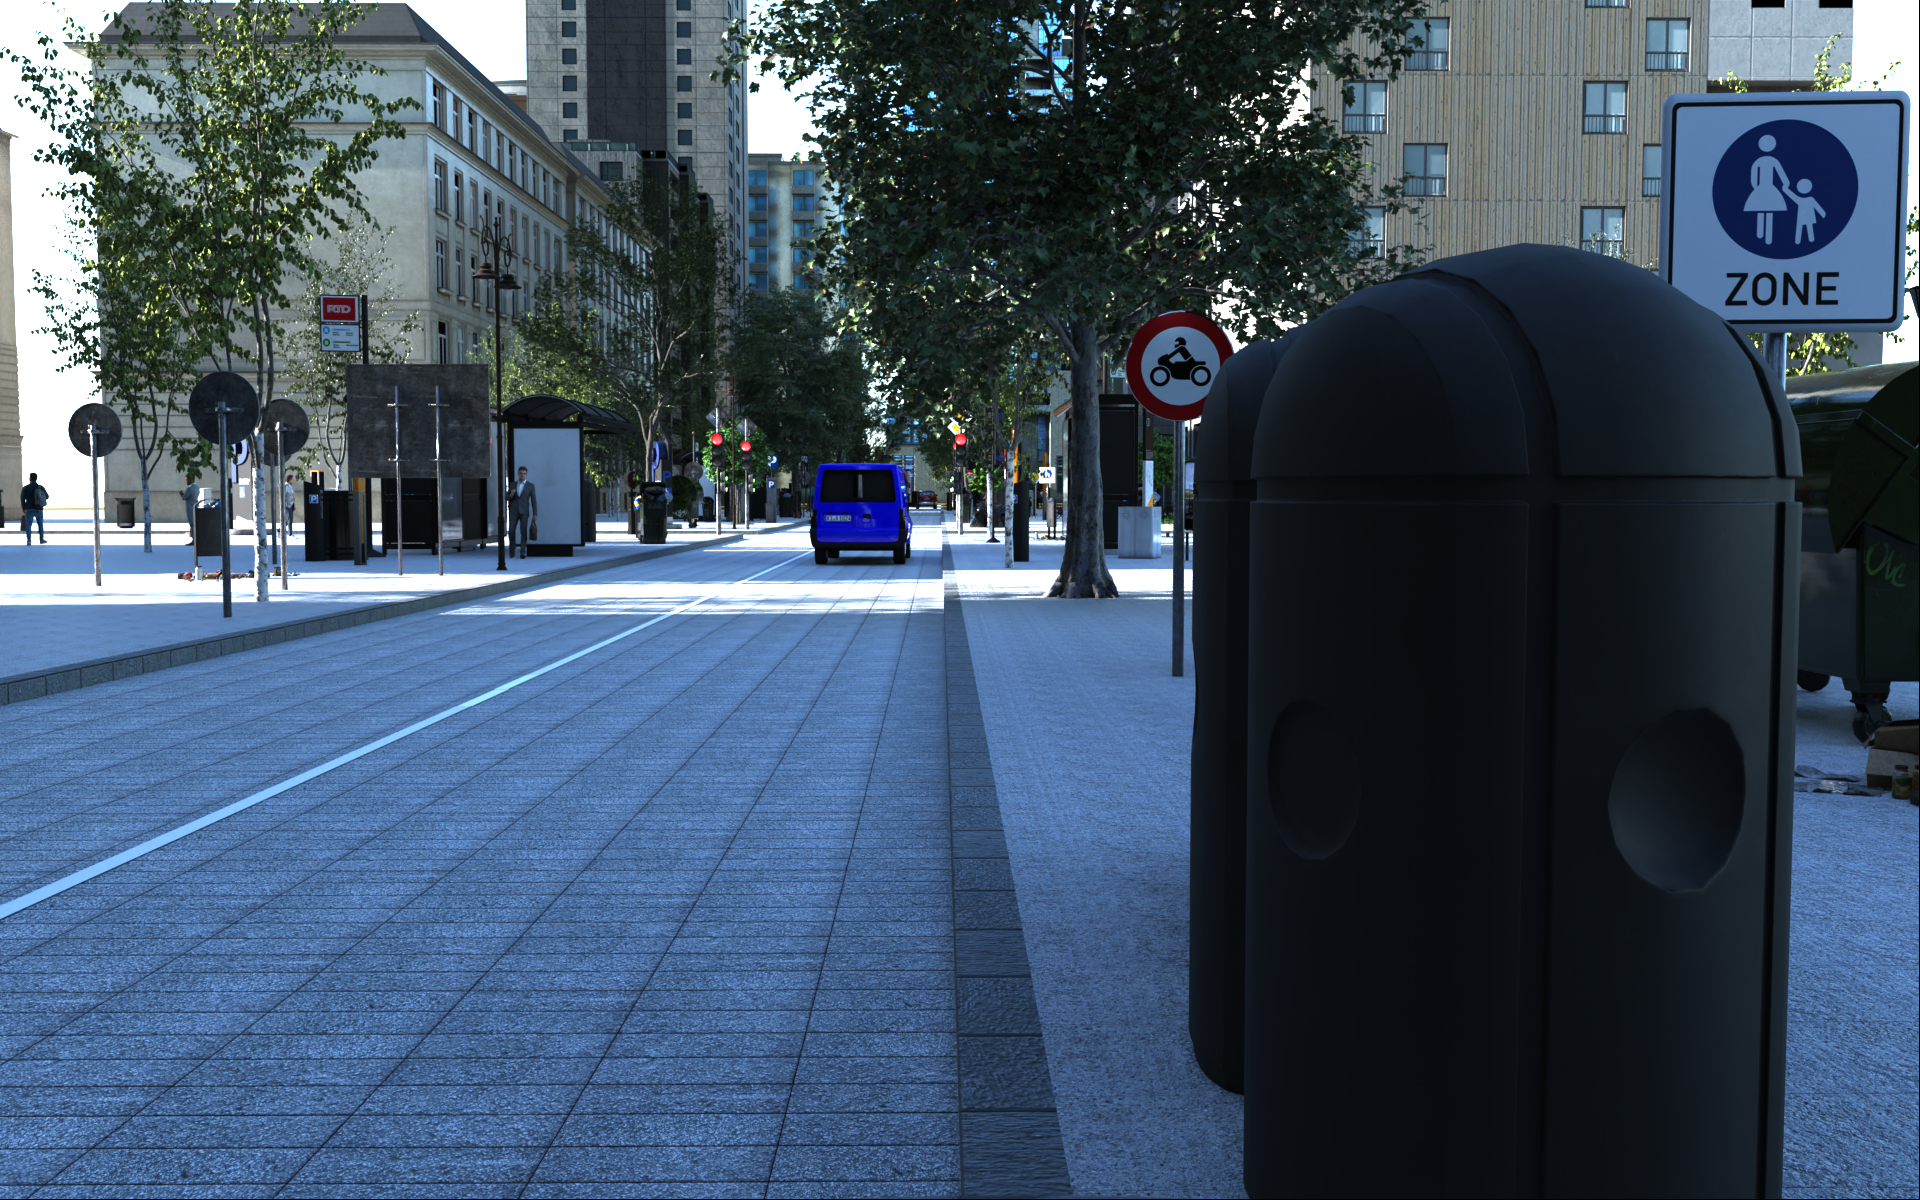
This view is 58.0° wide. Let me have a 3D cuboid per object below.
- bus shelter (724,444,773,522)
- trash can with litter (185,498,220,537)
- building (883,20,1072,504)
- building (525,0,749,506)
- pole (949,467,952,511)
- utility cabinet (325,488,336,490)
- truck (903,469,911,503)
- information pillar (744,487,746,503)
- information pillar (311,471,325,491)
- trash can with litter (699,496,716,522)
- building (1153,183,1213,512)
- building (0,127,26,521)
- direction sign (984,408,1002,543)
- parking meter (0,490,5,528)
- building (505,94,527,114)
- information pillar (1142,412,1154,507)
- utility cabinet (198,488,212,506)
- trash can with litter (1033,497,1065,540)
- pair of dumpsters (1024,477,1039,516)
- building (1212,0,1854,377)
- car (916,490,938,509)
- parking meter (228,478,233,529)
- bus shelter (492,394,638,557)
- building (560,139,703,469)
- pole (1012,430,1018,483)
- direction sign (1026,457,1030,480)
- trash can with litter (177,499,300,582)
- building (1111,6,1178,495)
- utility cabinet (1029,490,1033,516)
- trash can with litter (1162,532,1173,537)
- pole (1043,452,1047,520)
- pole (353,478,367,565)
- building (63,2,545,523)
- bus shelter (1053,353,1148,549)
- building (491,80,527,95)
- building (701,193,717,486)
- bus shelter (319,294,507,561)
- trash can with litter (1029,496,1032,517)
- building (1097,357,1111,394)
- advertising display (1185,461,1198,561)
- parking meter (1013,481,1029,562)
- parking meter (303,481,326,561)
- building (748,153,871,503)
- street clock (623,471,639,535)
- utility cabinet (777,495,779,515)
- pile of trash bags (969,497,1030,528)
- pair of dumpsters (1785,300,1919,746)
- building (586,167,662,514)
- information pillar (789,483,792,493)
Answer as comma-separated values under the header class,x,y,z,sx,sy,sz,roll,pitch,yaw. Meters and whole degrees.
class,x,y,z,sx,sy,sz,roll,pitch,yaw
bus shelter,-10.172,-5.651,83.677,1.731,3.624,6.357,0,4,-1
trash can with litter,-22.514,-2.461,51.619,1.055,1.170,0.624,-2,4,-34
building,3.772,-56.956,243.897,31.000,86.520,22.319,0,4,-1
building,-34.081,-45.814,187.313,20.611,71.187,20.563,0,4,-1
pole,-0.721,-8.410,131.343,0.158,3.312,0.155,0,3,0
utility cabinet,-22.638,-3.294,62.541,0.318,1.500,1.173,0,4,-7
truck,-6.968,-12.701,196.582,2.839,4.237,11.283,0,3,0
information pillar,-10.095,-4.631,80.206,0.304,2.012,0.304,-1,4,-17
information pillar,-20.041,-3.033,54.085,0.304,2.012,0.304,1,4,18
trash can with litter,-11.647,-4.206,80.152,0.624,1.170,1.055,0,4,7
building,24.664,-41.720,120.377,20.563,71.187,20.611,0,4,-1
building,-54.463,-14.065,79.117,18.267,20.994,9.793,0,4,-1
direction sign,0.878,-3.285,45.712,0.379,3.537,0.876,2,4,31
parking meter,-36.200,-3.473,65.191,0.372,1.533,0.369,0,3,0
building,-51.522,-33.091,191.148,14.200,45.320,14.600,0,4,-1
information pillar,4.664,-3.160,43.027,0.183,3.616,0.504,2,4,30
utility cabinet,-27.682,-3.351,63.463,0.318,1.500,1.173,-2,4,-34
trash can with litter,2.609,-2.304,48.722,1.678,1.210,2.233,-1,4,-16
pair of dumpsters,3.808,-6.113,102.444,1.574,2.255,4.437,0,4,-1
building,27.973,-30.522,88.268,27.495,52.752,28.713,0,4,-1
car,-3.282,-9.785,168.665,2.281,1.827,5.304,0,4,-2
parking meter,-25.673,-3.395,61.216,0.399,1.863,0.255,-1,4,-23
bus shelter,-8.507,-2.690,37.900,2.014,3.302,5.546,0,4,-1
building,-29.927,-22.834,145.044,14.160,30.474,14.107,0,4,-1
pole,1.707,-3.664,53.746,0.158,3.312,0.155,0,3,0
direction sign,4.202,-7.040,107.096,0.379,3.537,0.876,1,4,14
trash can with litter,-11.018,-0.944,26.485,1.678,1.210,2.233,3,4,38
building,24.221,-37.567,156.216,21.231,58.520,28.212,0,4,-1
utility cabinet,3.557,-5.472,98.140,1.173,1.500,0.318,-1,4,-20
trash can with litter,5.558,-2.491,51.781,2.233,1.210,1.678,0,4,5
pole,4.158,-5.570,84.906,0.158,3.312,0.155,0,3,0
pole,-10.819,-2.282,31.160,0.158,3.312,0.155,0,3,0
building,-30.707,-15.709,90.128,16.112,22.955,30.059,0,4,-1
bus shelter,3.369,-3.848,40.539,2.179,5.291,8.768,0,4,-1
building,-57.190,-42.926,243.843,28.212,58.520,21.231,0,4,-1
building,-30.334,-23.695,159.121,14.160,30.474,14.107,0,4,-1
bus shelter,-11.807,-3.669,37.620,2.179,5.291,8.768,0,4,-1
trash can with litter,3.448,-5.113,94.988,0.624,1.170,1.055,-3,5,-42
building,19.854,-24.876,178.417,14.160,30.474,14.107,0,4,-1
advertising display,4.655,-1.703,33.057,0.123,1.923,0.974,-3,5,-40
parking meter,1.130,-1.502,32.972,0.372,1.533,0.369,0,3,0
parking meter,-12.330,-1.510,33.097,0.372,1.533,0.369,0,3,0
building,-27.875,-38.308,245.947,30.456,49.044,23.786,0,4,-1
street clock,-10.398,-3.074,54.834,0.358,2.002,0.471,3,5,41
utility cabinet,-11.028,-5.832,106.514,1.020,1.237,0.306,0,4,4
pile of trash bags,1.765,-3.470,66.483,1.912,1.369,3.447,-2,4,-24
pair of dumpsters,5.046,-0.507,10.780,1.574,2.255,4.437,0,4,-1
building,-30.887,-17.563,120.434,16.112,22.955,30.059,0,4,-1
information pillar,-11.108,-6.729,114.508,0.304,2.012,0.304,3,4,38
